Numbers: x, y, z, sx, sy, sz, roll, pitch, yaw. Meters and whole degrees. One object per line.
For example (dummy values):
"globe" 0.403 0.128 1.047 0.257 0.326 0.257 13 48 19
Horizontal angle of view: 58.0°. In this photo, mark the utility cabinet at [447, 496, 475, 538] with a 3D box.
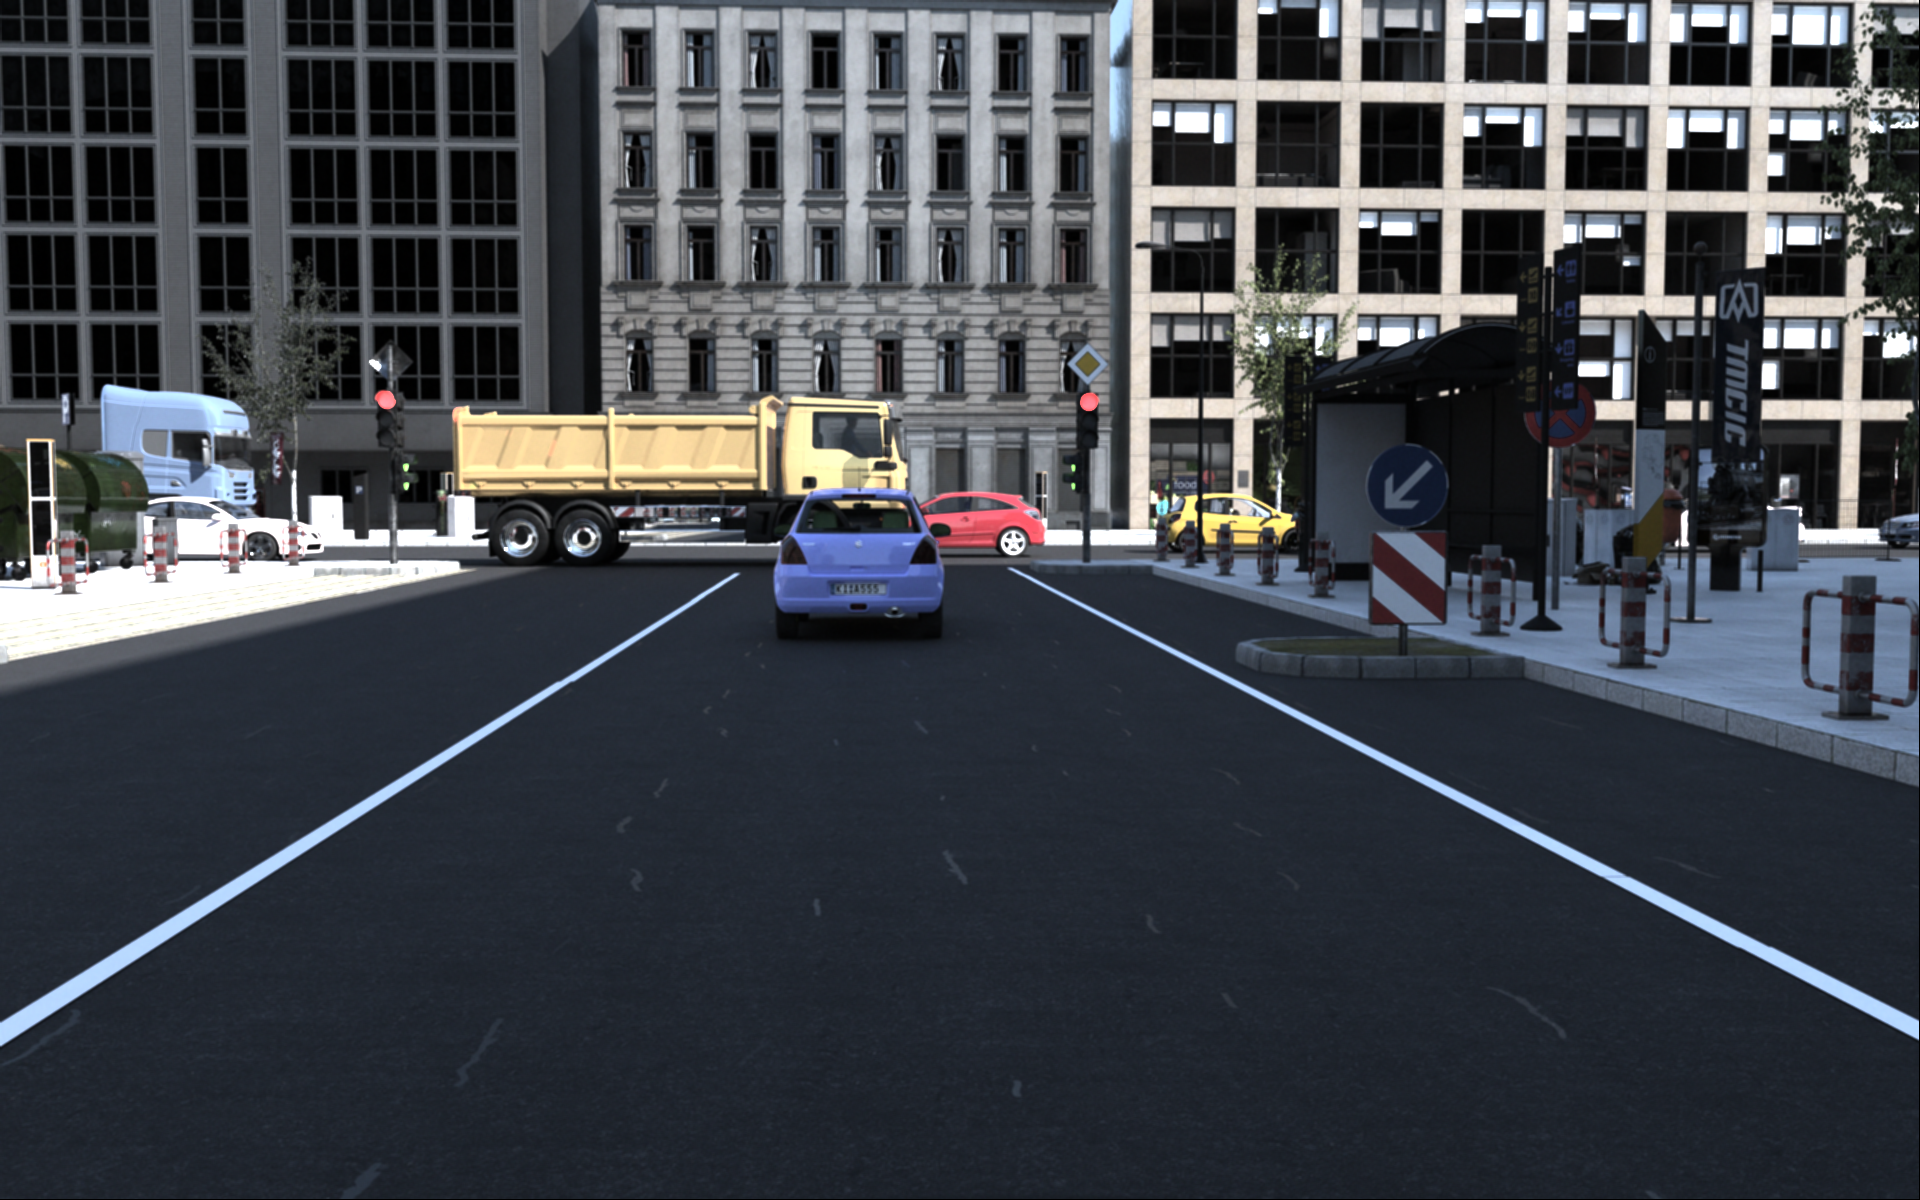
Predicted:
"utility cabinet" -14.735 -2.447 51.171 0.306 1.237 1.020 1 4 17

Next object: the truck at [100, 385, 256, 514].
"truck" -26.791 -3.265 43.138 18.799 4.110 2.967 0 4 -4

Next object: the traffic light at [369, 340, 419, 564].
"traffic light" -10.343 -2.609 31.579 0.839 4.253 0.868 0 4 -3

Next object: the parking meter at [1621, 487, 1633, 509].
"parking meter" 22.478 -3.059 58.419 0.372 1.533 0.369 0 3 0

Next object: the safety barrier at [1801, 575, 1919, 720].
"safety barrier" 5.123 0.268 9.887 0.300 0.817 1.120 0 4 -3

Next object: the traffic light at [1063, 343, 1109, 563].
"traffic light" 2.348 -2.653 32.292 0.839 4.253 0.868 0 4 -3

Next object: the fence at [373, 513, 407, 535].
"fence" -18.136 -2.424 55.010 0.278 0.683 2.069 0 4 5

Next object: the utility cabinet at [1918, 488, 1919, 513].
"utility cabinet" 30.295 -2.774 54.026 1.173 1.500 0.318 -3 4 -37

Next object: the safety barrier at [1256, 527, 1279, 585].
"safety barrier" 4.331 -0.617 24.367 0.300 0.817 1.120 0 4 -3

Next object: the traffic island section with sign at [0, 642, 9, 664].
"traffic island section with sign" -9.080 -0.341 14.208 1.989 1.847 2.006 0 4 -3

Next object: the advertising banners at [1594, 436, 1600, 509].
"advertising banners" 18.965 -3.387 51.569 0.090 3.025 2.074 1 4 17

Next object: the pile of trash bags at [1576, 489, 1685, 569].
"pile of trash bags" 11.832 -1.294 30.903 1.912 1.369 3.447 -1 4 -9

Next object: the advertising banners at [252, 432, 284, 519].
"advertising banners" -19.931 -3.240 49.166 2.074 3.025 0.090 2 4 25

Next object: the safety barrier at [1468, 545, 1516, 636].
"safety barrier" 4.804 -0.085 15.668 0.300 0.817 1.120 0 4 -3

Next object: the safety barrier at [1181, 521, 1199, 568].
"safety barrier" 4.007 -0.970 30.143 0.300 0.817 1.120 0 4 -3

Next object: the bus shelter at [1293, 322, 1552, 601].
"bus shelter" 6.113 -1.789 23.174 2.014 3.302 5.546 0 4 -3

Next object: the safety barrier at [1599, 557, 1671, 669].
"safety barrier" 4.968 0.091 12.781 0.300 0.817 1.120 0 4 -3

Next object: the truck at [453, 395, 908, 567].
"truck" -5.108 -2.412 35.353 9.791 3.379 3.469 0 4 -2

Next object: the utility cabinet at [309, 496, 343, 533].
"utility cabinet" -20.972 -2.821 57.291 1.020 1.237 0.306 -3 5 -40

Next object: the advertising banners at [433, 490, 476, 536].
"advertising banners" -15.309 -3.488 53.211 0.090 3.025 2.074 3 4 37

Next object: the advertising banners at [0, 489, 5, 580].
"advertising banners" -13.975 -1.701 23.992 0.090 3.025 2.074 0 4 5

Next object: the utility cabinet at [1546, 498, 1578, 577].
"utility cabinet" 9.230 -0.990 27.351 0.306 1.237 1.020 -2 4 -30

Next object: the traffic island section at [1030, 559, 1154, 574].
"traffic island section" 2.389 -0.619 32.408 2.009 0.180 2.903 0 4 -3

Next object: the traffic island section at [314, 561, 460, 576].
"traffic island section" -10.383 -0.577 31.711 2.009 0.180 2.903 0 4 -3

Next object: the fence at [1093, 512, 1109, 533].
"fence" 4.602 -2.652 58.741 0.278 0.683 2.069 -1 4 -19

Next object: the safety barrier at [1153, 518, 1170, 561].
"safety barrier" 3.848 -1.147 33.035 0.300 0.817 1.120 0 4 -3

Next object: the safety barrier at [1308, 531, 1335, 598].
"safety barrier" 4.484 -0.440 21.465 0.300 0.817 1.120 0 4 -3

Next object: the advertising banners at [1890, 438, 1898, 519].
"advertising banners" 28.948 -3.517 53.690 0.090 3.025 2.074 2 4 32

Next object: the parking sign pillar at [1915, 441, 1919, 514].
"parking sign pillar" 33.414 -4.325 59.182 1.447 3.967 1.447 -2 4 -27

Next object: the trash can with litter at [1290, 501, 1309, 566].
"trash can with litter" 6.353 -1.155 30.266 1.055 1.170 0.624 -1 4 -14

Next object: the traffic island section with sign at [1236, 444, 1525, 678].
"traffic island section with sign" 3.379 -0.355 14.427 1.989 1.847 2.006 0 4 -3

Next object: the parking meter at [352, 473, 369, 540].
"parking meter" -16.834 -2.626 48.643 0.399 1.863 0.255 0 4 2

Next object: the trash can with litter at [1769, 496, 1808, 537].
"trash can with litter" 24.706 -2.492 51.805 2.233 1.210 1.678 -2 4 -32

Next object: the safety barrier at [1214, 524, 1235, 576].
"safety barrier" 4.169 -0.794 27.255 0.300 0.817 1.120 0 4 -3

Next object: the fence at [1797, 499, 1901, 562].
"fence" 16.849 -1.335 33.023 2.264 1.192 0.480 -1 4 -15
